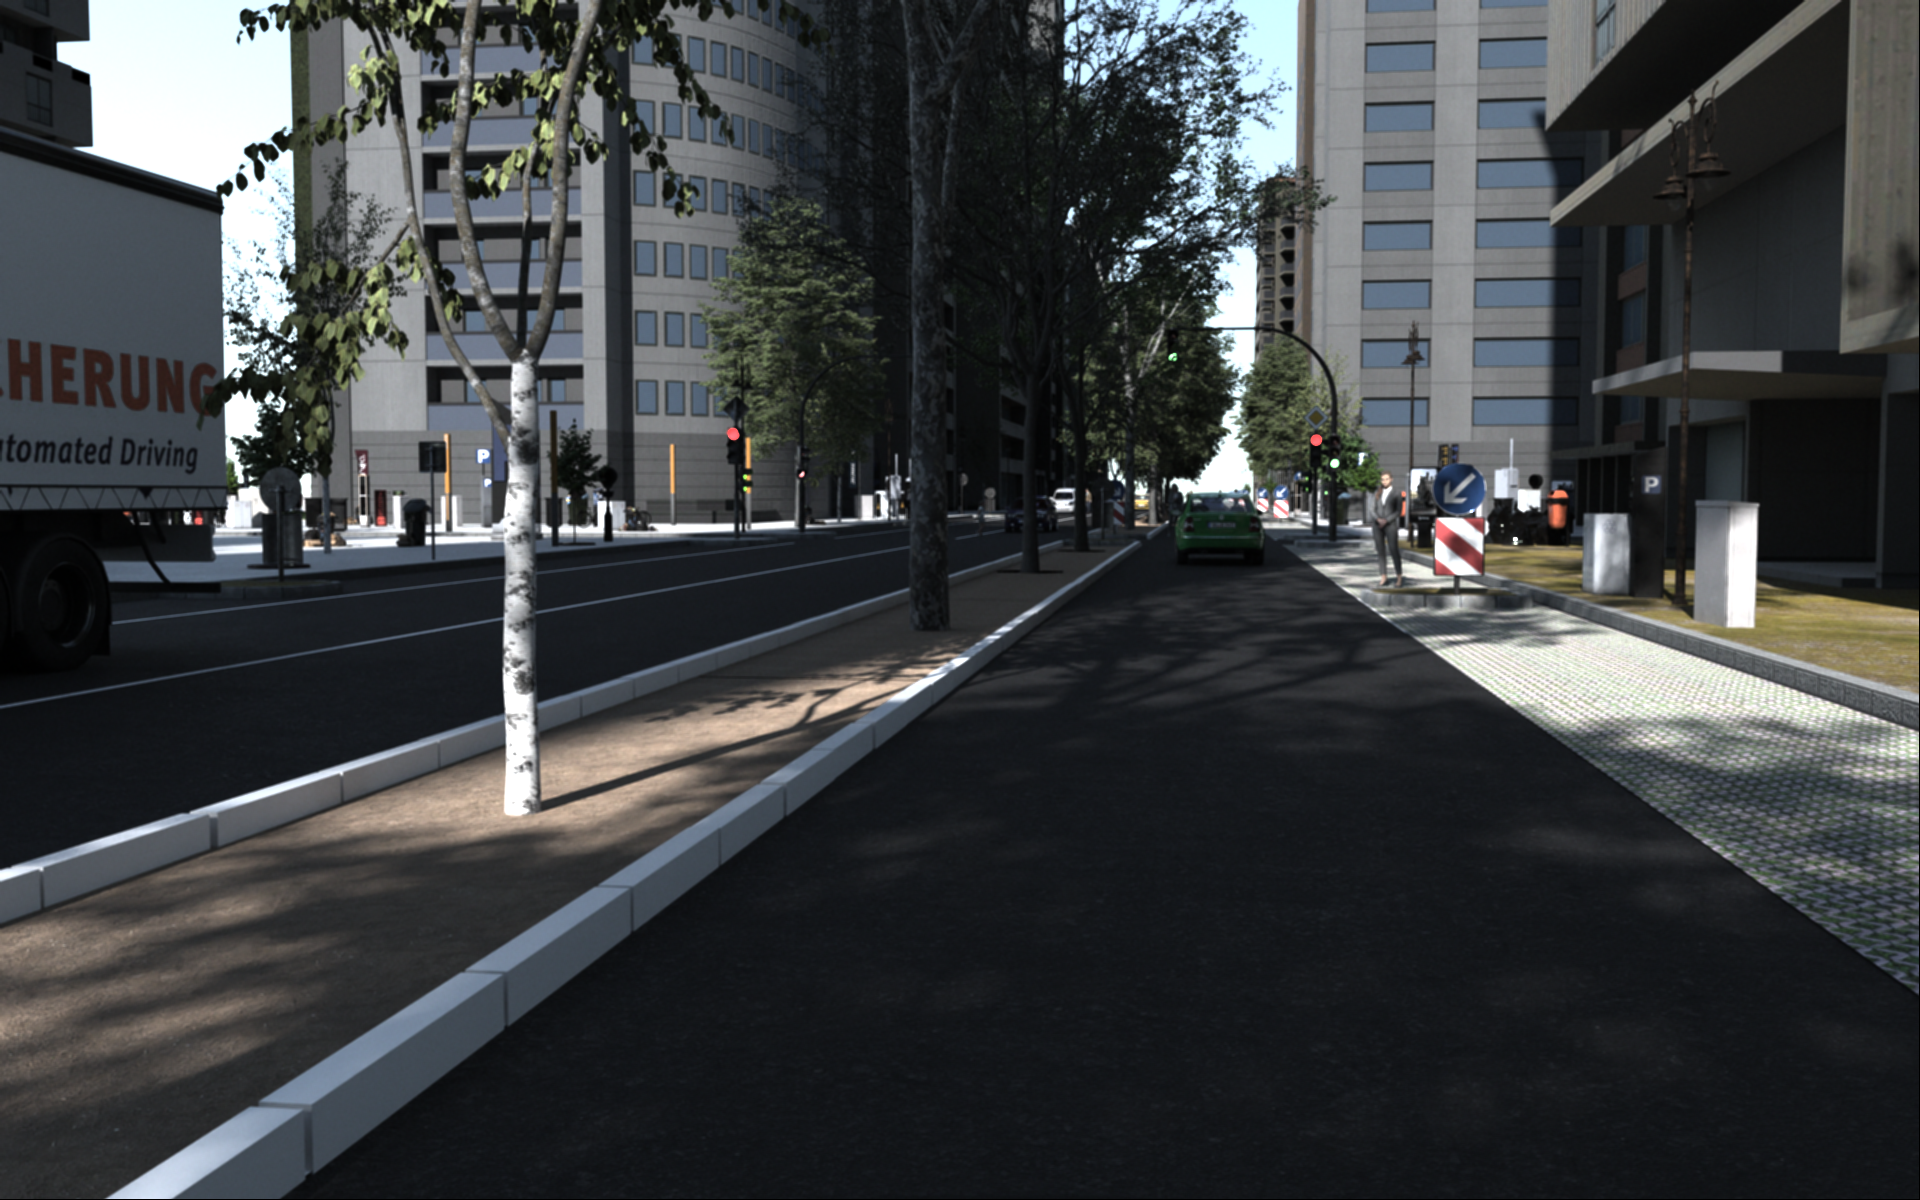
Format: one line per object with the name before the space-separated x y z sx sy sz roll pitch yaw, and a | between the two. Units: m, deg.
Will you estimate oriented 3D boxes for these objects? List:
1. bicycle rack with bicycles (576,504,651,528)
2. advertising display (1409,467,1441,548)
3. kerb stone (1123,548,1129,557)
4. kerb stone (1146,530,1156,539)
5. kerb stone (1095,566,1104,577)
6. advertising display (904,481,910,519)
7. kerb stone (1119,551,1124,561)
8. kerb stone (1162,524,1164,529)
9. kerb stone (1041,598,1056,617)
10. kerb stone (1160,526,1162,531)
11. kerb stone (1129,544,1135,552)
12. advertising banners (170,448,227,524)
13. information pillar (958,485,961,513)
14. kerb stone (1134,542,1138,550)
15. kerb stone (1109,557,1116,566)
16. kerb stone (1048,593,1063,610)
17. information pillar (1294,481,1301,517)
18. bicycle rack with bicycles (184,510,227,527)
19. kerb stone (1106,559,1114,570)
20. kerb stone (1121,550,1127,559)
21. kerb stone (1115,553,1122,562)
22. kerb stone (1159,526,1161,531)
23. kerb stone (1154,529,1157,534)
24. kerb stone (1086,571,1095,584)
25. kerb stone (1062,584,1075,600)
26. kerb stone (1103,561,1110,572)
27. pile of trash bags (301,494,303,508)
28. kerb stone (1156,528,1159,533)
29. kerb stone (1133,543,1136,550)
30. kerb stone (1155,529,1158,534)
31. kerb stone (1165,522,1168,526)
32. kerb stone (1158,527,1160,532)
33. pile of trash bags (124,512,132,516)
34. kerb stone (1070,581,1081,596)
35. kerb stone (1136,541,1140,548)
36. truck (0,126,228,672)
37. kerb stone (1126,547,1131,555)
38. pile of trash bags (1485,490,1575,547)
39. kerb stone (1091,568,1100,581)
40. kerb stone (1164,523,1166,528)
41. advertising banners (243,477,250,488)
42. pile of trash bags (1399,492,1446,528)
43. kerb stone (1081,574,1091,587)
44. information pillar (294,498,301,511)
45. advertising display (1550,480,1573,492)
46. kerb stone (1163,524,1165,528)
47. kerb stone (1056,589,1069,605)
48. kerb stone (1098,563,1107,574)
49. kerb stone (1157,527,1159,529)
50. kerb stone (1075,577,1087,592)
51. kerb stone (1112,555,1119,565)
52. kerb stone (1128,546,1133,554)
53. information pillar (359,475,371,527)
bicycle rack with bicycles | -13.122 -3.215 65.955 2.925 0.926 2.852 -1 4 -16
advertising display | 10.998 -2.187 40.968 0.123 1.923 0.974 -2 4 -27
kerb stone | 3.624 -1.006 38.647 0.120 0.150 1.000 1 4 8
kerb stone | 6.326 -2.151 57.411 0.120 0.150 1.000 1 4 8
kerb stone | 2.311 -0.439 29.496 0.120 0.150 1.000 1 4 8
advertising display | -2.581 -5.070 88.112 0.123 1.923 0.974 2 4 24
kerb stone | 3.327 -0.882 36.610 0.120 0.150 1.000 1 4 8
kerb stone | 7.791 -2.773 67.554 0.120 0.150 1.000 1 4 8
kerb stone | 0.994 0.112 20.362 0.120 0.150 1.000 1 4 8
kerb stone | 7.358 -2.588 64.511 0.120 0.150 1.000 1 4 8
kerb stone | 4.067 -1.192 41.691 0.120 0.150 1.000 1 4 8
advertising banners | -28.519 -4.196 64.798 2.074 3.025 0.090 -1 4 -22
information pillar | 0.034 -6.880 116.980 0.304 2.012 0.304 1 4 12
kerb stone | 4.359 -1.317 43.730 0.120 0.150 1.000 1 4 8
kerb stone | 2.892 -0.694 33.565 0.120 0.150 1.000 1 4 8
kerb stone | 1.134 0.051 21.379 0.120 0.150 1.000 1 4 8
information pillar | 18.661 -5.578 95.698 0.304 2.012 0.304 -1 4 -15
bicycle rack with bicycles | -28.681 -3.331 67.839 2.925 0.926 2.852 3 5 41
kerb stone | 2.750 -0.627 32.549 0.120 0.150 1.000 1 4 8
kerb stone | 3.490 -0.944 37.629 0.120 0.150 1.000 1 4 8
kerb stone | 3.184 -0.819 35.592 0.120 0.150 1.000 1 4 8
kerb stone | 7.204 -2.526 63.494 0.120 0.150 1.000 1 4 8
kerb stone | 6.477 -2.216 58.429 0.120 0.150 1.000 1 4 8
kerb stone | 2.013 -0.321 27.468 0.120 0.150 1.000 1 4 8
kerb stone | 1.423 -0.074 23.412 0.120 0.150 1.000 1 4 8
kerb stone | 2.600 -0.571 31.537 0.120 0.150 1.000 1 4 8
pile of trash bags | -38.352 -5.768 104.054 3.447 1.369 1.912 -3 5 -42
kerb stone | 6.775 -2.340 60.456 0.120 0.150 1.000 1 4 8
kerb stone | 4.209 -1.255 42.713 0.120 0.150 1.000 1 4 8
kerb stone | 6.623 -2.278 59.445 0.120 0.150 1.000 1 4 8
kerb stone | 8.532 -3.085 72.629 0.120 0.150 1.000 1 4 8
kerb stone | 7.059 -2.464 62.483 0.120 0.150 1.000 1 4 8
pile of trash bags | -53.017 -6.246 111.871 3.447 1.369 1.912 -1 4 -21
kerb stone | 1.572 -0.136 24.423 0.120 0.150 1.000 1 4 8
kerb stone | 4.510 -1.379 44.741 0.120 0.150 1.000 1 4 8
truck | -8.805 -1.339 10.805 2.839 4.237 11.283 0 4 8
kerb stone | 3.773 -1.068 39.658 0.120 0.150 1.000 1 4 8
pile of trash bags | 14.398 -2.047 43.225 1.912 1.369 3.447 0 4 -2
kerb stone | 2.164 -0.380 28.482 0.120 0.150 1.000 1 4 8
kerb stone | 8.237 -2.961 70.607 0.120 0.150 1.000 1 4 8
advertising banners | -53.935 -8.356 132.810 2.074 3.025 0.090 -2 4 -32
pile of trash bags | 17.133 -3.356 64.626 1.912 1.369 3.447 3 4 36
kerb stone | 1.868 -0.259 26.454 0.120 0.150 1.000 1 4 8
information pillar | -38.942 -5.947 101.733 0.304 2.012 0.304 -3 5 -43
advertising display | 27.148 -4.461 78.157 0.974 1.923 0.123 2 4 33
kerb stone | 7.949 -2.836 68.567 0.120 0.150 1.000 1 4 8
kerb stone | 1.280 -0.010 22.391 0.120 0.150 1.000 1 4 8
kerb stone | 2.457 -0.506 30.520 0.120 0.150 1.000 1 4 8
kerb stone | 6.916 -2.401 61.469 0.120 0.150 1.000 1 4 8
kerb stone | 1.732 -0.196 25.436 0.120 0.150 1.000 1 4 8
kerb stone | 3.036 -0.755 34.578 0.120 0.150 1.000 1 4 8
kerb stone | 3.918 -1.130 40.674 0.120 0.150 1.000 1 4 8
information pillar | -22.914 -3.803 66.669 0.304 2.012 0.304 0 4 7
